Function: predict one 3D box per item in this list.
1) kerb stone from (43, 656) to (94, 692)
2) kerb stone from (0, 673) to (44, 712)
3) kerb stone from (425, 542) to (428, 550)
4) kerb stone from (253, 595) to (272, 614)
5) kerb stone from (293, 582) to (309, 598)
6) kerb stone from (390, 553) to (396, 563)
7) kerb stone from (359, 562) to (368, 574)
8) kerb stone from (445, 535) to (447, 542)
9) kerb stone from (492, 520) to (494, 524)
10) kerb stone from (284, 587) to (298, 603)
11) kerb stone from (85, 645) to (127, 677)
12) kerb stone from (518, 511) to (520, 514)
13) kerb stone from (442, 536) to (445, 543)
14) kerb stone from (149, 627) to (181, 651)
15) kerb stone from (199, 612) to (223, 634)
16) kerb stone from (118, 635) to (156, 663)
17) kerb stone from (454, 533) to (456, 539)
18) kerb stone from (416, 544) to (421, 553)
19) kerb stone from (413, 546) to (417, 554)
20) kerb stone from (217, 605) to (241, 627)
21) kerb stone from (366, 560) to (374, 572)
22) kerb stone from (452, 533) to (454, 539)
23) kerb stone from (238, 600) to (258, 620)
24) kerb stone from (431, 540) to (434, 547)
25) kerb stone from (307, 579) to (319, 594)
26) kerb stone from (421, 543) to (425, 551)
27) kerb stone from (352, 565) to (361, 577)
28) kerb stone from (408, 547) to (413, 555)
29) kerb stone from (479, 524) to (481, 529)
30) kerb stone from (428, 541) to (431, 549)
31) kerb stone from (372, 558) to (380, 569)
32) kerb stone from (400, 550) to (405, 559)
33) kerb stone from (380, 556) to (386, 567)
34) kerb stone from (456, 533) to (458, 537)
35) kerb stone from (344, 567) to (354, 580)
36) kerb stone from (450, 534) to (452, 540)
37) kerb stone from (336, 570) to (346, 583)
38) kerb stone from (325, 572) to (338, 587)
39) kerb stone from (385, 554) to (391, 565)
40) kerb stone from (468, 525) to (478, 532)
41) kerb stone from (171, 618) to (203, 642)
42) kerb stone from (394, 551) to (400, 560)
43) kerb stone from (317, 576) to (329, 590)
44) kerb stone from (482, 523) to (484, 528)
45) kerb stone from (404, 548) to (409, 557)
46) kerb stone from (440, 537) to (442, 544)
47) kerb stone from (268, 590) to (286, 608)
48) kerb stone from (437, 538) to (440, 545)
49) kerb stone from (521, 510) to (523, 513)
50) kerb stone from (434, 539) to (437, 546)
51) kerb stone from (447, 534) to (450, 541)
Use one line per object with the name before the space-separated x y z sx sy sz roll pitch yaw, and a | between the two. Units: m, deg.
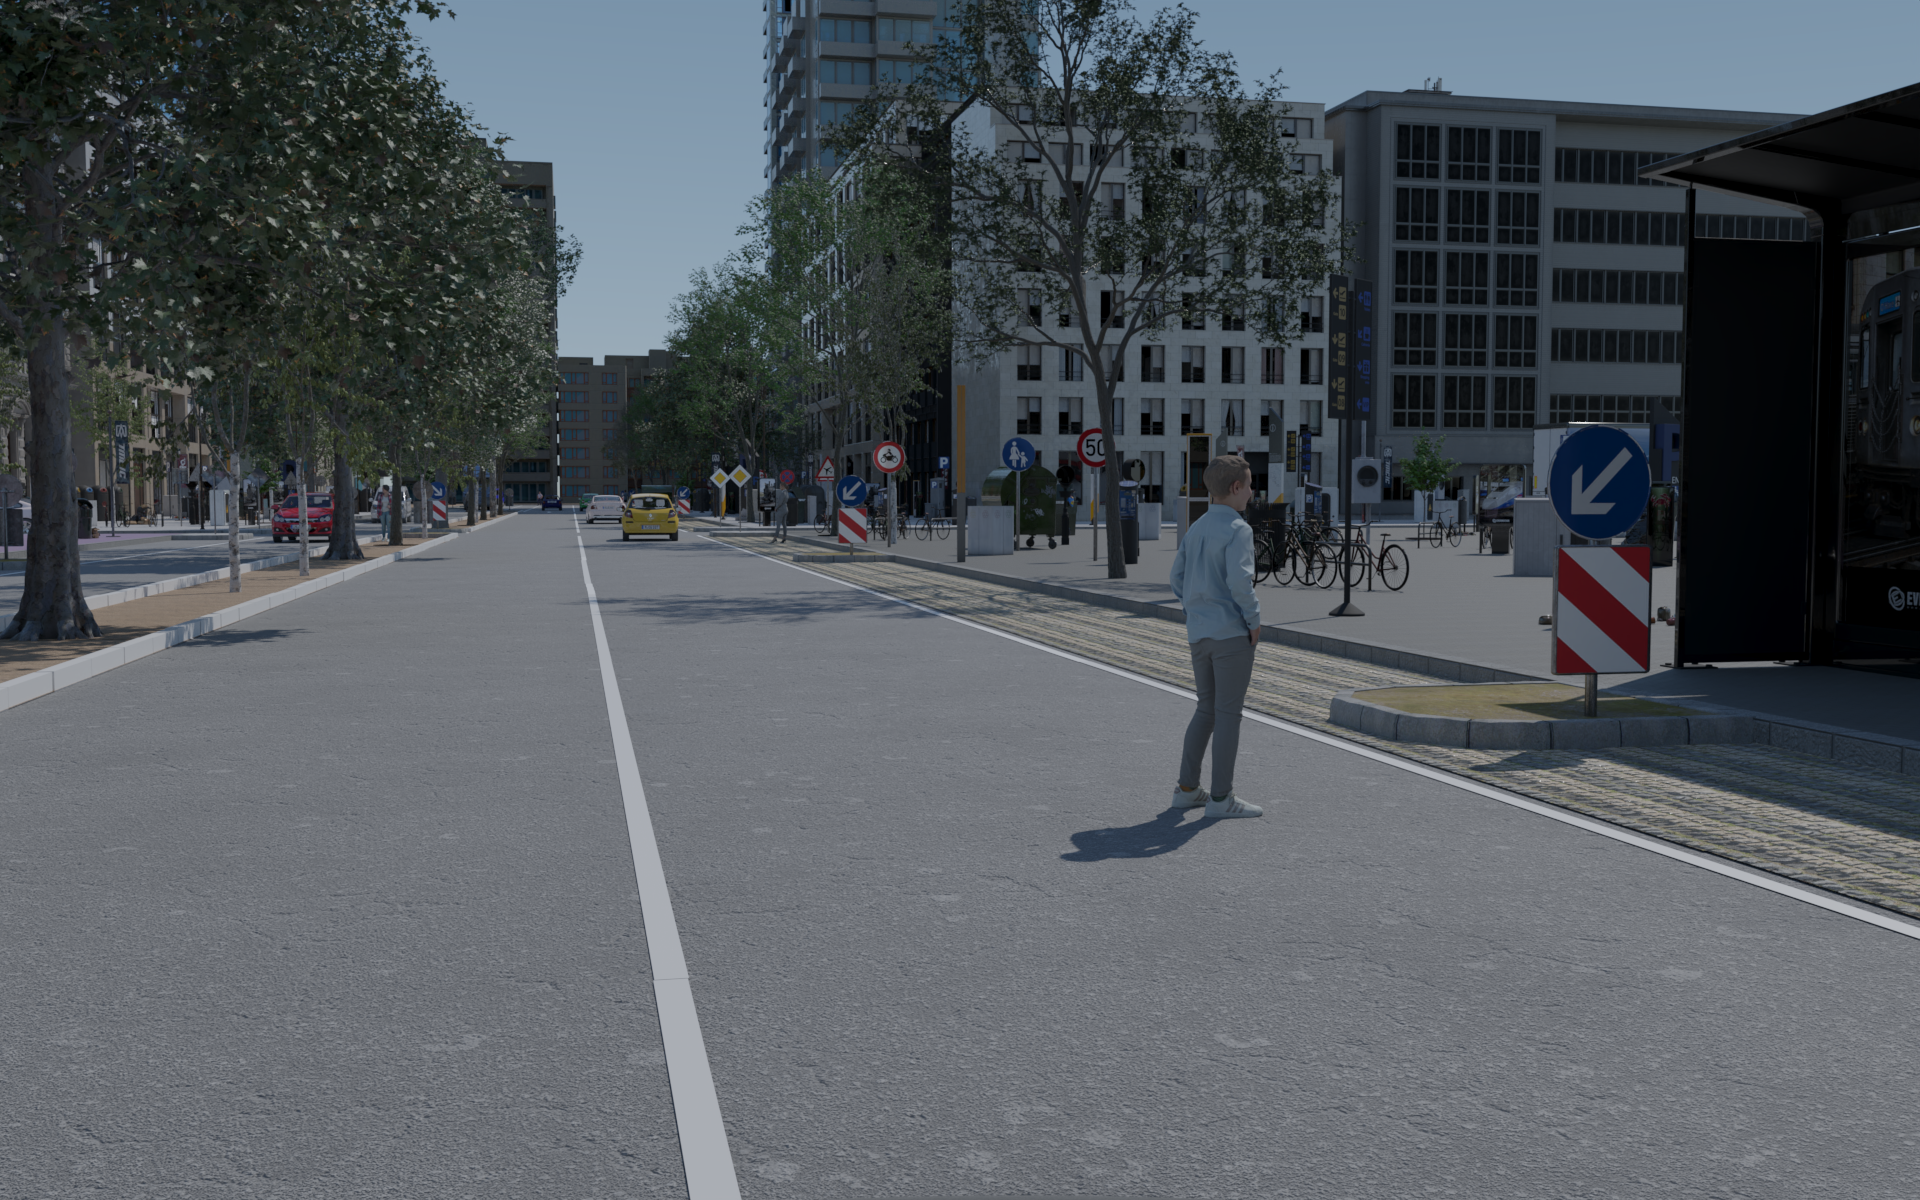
kerb stone | -6.722 0.562 13.007 0.120 0.150 1.000 -1 4 -13
kerb stone | -6.505 0.626 12.009 0.120 0.150 1.000 -1 4 -13
kerb stone | -13.688 -1.327 44.010 0.120 0.150 1.000 -1 4 -13
kerb stone | -8.523 0.073 21.006 0.120 0.150 1.000 -1 4 -13
kerb stone | -9.194 -0.107 24.007 0.120 0.150 1.000 -1 4 -13
kerb stone | -11.902 -0.844 36.007 0.120 0.150 1.000 -1 4 -13
kerb stone | -10.774 -0.539 31.003 0.120 0.150 1.000 -1 4 -13
kerb stone | -15.279 -1.761 51.025 0.120 0.150 1.000 -1 4 -13
kerb stone | -22.140 -3.630 81.548 0.120 0.150 1.000 -1 4 -13
kerb stone | -8.971 -0.040 23.010 0.120 0.150 1.000 -1 4 -13
kerb stone | -6.950 0.502 14.004 0.120 0.150 1.000 -1 4 -13
kerb stone | -30.901 -6.015 120.541 0.120 0.150 1.000 -1 4 -13
kerb stone | -15.052 -1.697 50.023 0.120 0.150 1.000 -1 4 -13
kerb stone | -7.404 0.384 16.007 0.120 0.150 1.000 -1 4 -13
kerb stone | -7.852 0.256 18.012 0.120 0.150 1.000 -1 4 -13
kerb stone | -7.176 0.441 15.008 0.120 0.150 1.000 -1 4 -13
kerb stone | -16.173 -2.007 55.017 0.120 0.150 1.000 -1 4 -13
kerb stone | -13.242 -1.212 42.015 0.120 0.150 1.000 -1 4 -13
kerb stone | -13.017 -1.150 41.013 0.120 0.150 1.000 -1 4 -13
kerb stone | -8.073 0.195 19.009 0.120 0.150 1.000 -1 4 -13
kerb stone | -10.993 -0.595 32.003 0.120 0.150 1.000 -1 4 -13
kerb stone | -15.948 -1.942 54.017 0.120 0.150 1.000 -1 4 -13
kerb stone | -8.294 0.134 20.007 0.120 0.150 1.000 -1 4 -13
kerb stone | -14.150 -1.457 46.022 0.120 0.150 1.000 -1 4 -13
kerb stone | -9.425 -0.172 25.002 0.120 0.150 1.000 -1 4 -13
kerb stone | -13.466 -1.269 43.013 0.120 0.150 1.000 -1 4 -13
kerb stone | -10.543 -0.476 30.007 0.120 0.150 1.000 -1 4 -13
kerb stone | -12.797 -1.090 40.013 0.120 0.150 1.000 -1 4 -13
kerb stone | -19.429 -2.895 69.531 0.120 0.150 1.000 -1 4 -13
kerb stone | -13.919 -1.396 45.014 0.120 0.150 1.000 -1 4 -13
kerb stone | -11.224 -0.661 33.013 0.120 0.150 1.000 -1 4 -13
kerb stone | -12.354 -0.967 38.009 0.120 0.150 1.000 -1 4 -13
kerb stone | -11.444 -0.722 34.015 0.120 0.150 1.000 -1 4 -13
kerb stone | -16.390 -2.069 56.016 0.120 0.150 1.000 -1 4 -13
kerb stone | -10.316 -0.417 29.007 0.120 0.150 1.000 -1 4 -13
kerb stone | -15.720 -1.885 53.021 0.120 0.150 1.000 -1 4 -13
kerb stone | -10.102 -0.354 28.005 0.120 0.150 1.000 -1 4 -13
kerb stone | -9.872 -0.294 27.009 0.120 0.150 1.000 -1 4 -13
kerb stone | -11.666 -0.784 35.013 0.120 0.150 1.000 -1 4 -13
kerb stone | -18.984 -2.770 67.536 0.120 0.150 1.000 -1 4 -13
kerb stone | -7.632 0.317 17.010 0.120 0.150 1.000 -1 4 -13
kerb stone | -12.125 -0.905 37.014 0.120 0.150 1.000 -1 4 -13
kerb stone | -9.648 -0.227 26.000 0.120 0.150 1.000 -1 4 -13
kerb stone | -19.872 -3.017 71.531 0.120 0.150 1.000 -1 4 -13
kerb stone | -12.572 -1.024 39.016 0.120 0.150 1.000 -1 4 -13
kerb stone | -14.825 -1.641 49.026 0.120 0.150 1.000 -1 4 -13
kerb stone | -8.746 0.011 22.012 0.120 0.150 1.000 -1 4 -13
kerb stone | -14.595 -1.578 48.020 0.120 0.150 1.000 -1 4 -13
kerb stone | -32.479 -6.444 127.561 0.120 0.150 1.000 -1 4 -13
kerb stone | -14.374 -1.518 47.019 0.120 0.150 1.000 -1 4 -13
kerb stone | -15.494 -1.824 52.024 0.120 0.150 1.000 -1 4 -13
